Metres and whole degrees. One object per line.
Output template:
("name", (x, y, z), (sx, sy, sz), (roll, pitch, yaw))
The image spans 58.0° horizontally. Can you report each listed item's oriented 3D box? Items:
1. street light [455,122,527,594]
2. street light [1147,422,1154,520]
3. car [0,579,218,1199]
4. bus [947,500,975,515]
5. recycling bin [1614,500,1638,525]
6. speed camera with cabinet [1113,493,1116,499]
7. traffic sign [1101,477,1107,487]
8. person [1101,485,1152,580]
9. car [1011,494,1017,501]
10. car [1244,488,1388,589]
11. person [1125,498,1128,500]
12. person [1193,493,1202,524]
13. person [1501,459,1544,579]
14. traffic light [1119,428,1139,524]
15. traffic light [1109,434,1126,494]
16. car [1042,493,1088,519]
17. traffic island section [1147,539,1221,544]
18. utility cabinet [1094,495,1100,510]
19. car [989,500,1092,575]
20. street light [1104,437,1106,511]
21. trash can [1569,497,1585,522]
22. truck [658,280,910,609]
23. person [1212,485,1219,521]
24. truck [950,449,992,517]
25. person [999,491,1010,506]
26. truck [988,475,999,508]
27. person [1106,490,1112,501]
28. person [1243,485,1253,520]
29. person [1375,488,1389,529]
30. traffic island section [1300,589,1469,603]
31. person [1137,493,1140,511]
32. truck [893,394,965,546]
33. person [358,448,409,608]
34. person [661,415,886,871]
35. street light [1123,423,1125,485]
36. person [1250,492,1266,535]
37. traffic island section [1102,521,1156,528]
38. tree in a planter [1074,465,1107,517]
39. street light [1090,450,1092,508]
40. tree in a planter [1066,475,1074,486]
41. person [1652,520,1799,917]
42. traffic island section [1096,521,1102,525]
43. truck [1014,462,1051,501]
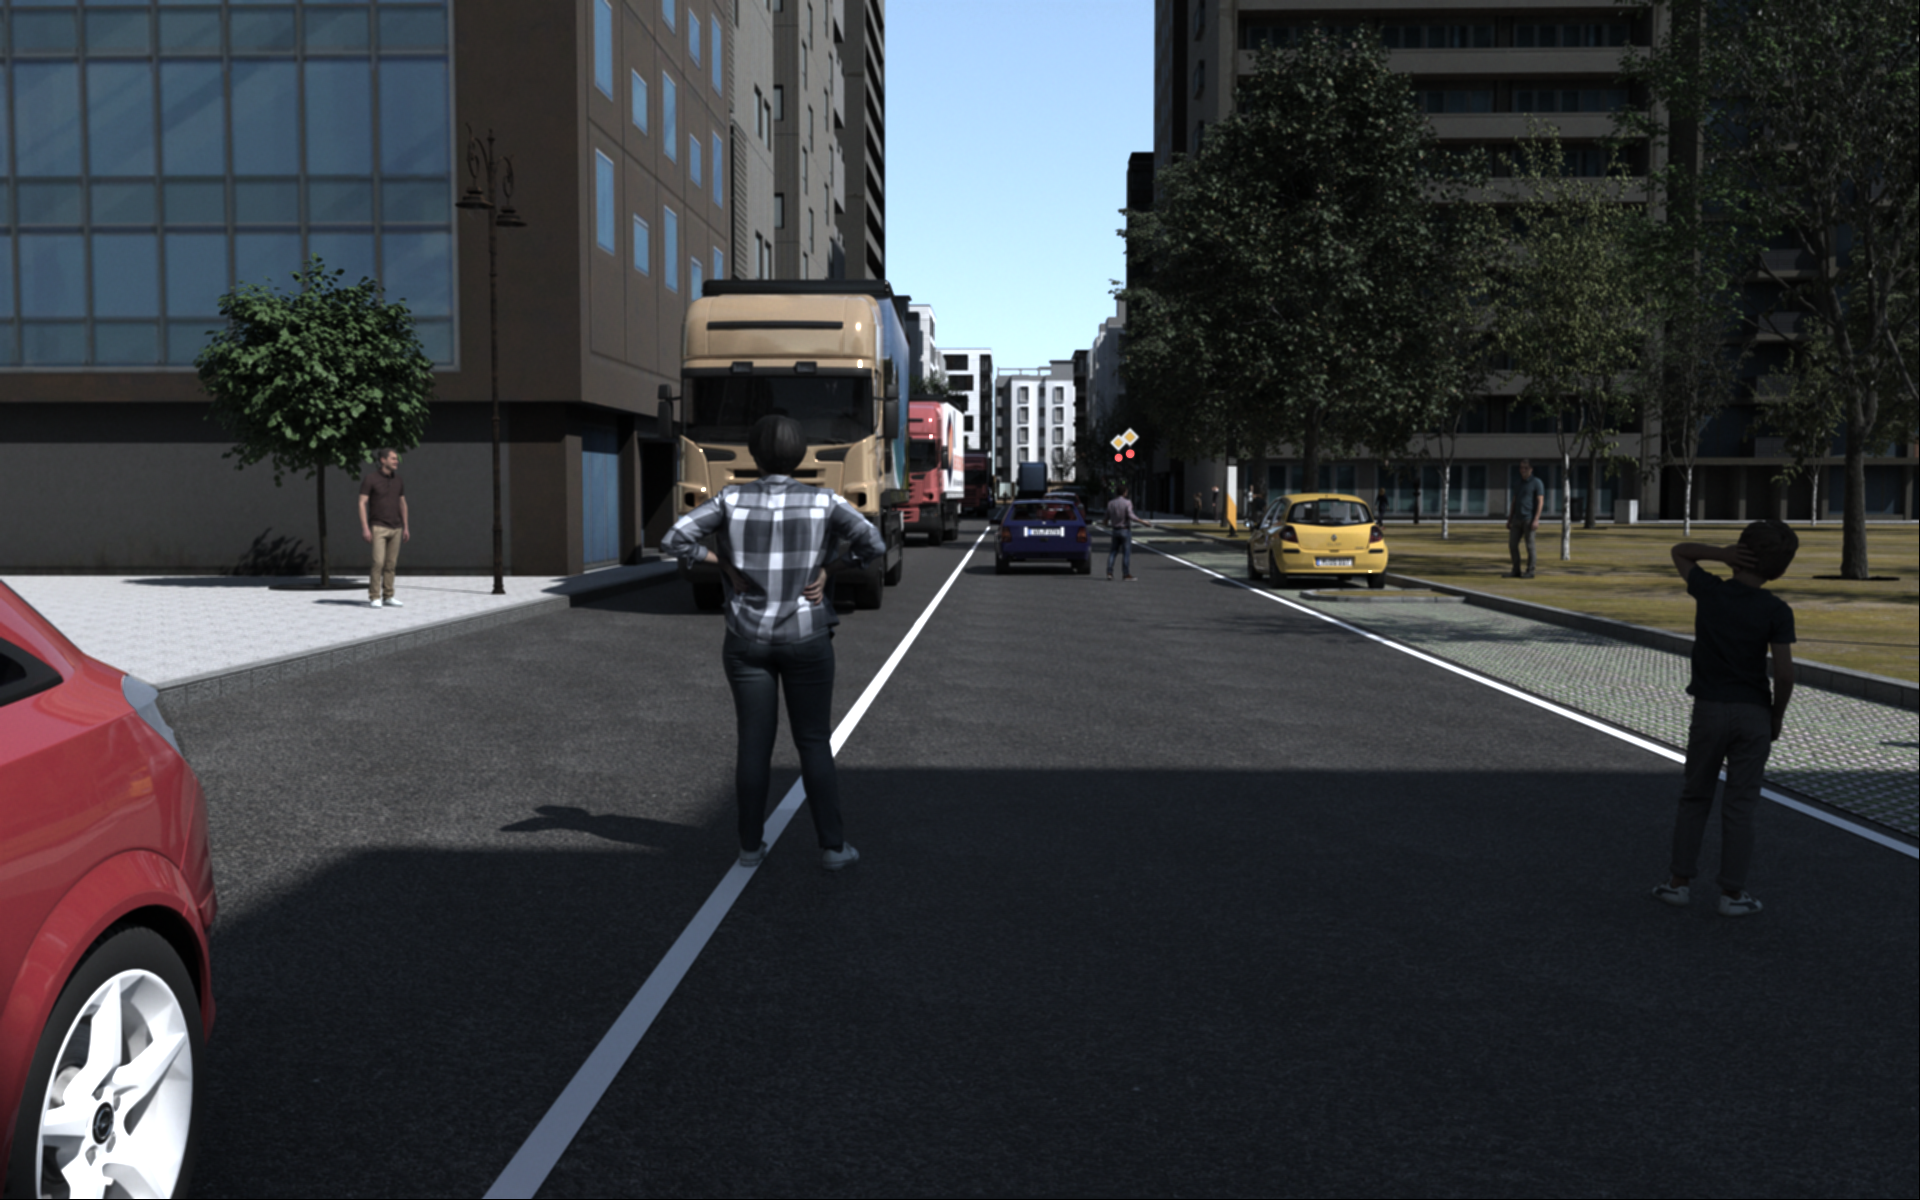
("street light", (-5.923, -3.013, 22.050), (0.468, 5.910, 1.993), (0, 4, 2))
("street light", (9.592, -6.959, 86.575), (0.468, 5.910, 1.993), (0, 4, 2))
("car", (-2.378, 0.457, 1.575), (2.155, 1.783, 4.494), (0, 4, 2))
("bus", (-0.176, -8.043, 123.044), (2.896, 3.916, 12.252), (0, 4, 2))
("recycling bin", (28.233, -3.723, 73.421), (0.722, 1.027, 0.722), (-3, 5, -44))
("speed camera with cabinet", (10.471, -7.341, 114.355), (0.660, 3.252, 2.038), (0, 4, -1))
("traffic sign", (10.804, -8.003, 130.854), (0.884, 2.594, 0.081), (1, 4, 11))
("person", (2.696, -1.122, 28.806), (0.963, 1.587, 0.435), (2, 4, 31))
("car", (5.733, -9.201, 160.220), (2.009, 1.686, 4.222), (0, 4, 2))
("car", (5.578, -1.051, 27.409), (2.015, 1.641, 3.980), (0, 4, 2))
("person", (11.000, -6.728, 118.010), (0.963, 1.587, 0.435), (0, 4, -4))
("person", (10.049, -3.886, 73.493), (0.435, 1.345, 0.340), (2, 4, 26))
("person", (8.572, -1.236, 26.380), (0.434, 1.807, 0.598), (-1, 4, -19))
("traffic light", (7.167, -5.164, 73.359), (0.839, 4.253, 0.868), (0, 4, 2))
("traffic light", (7.410, -5.653, 81.341), (0.839, 4.253, 0.868), (0, 4, 2))
("car", (3.855, -3.514, 66.494), (2.155, 1.783, 4.494), (0, 4, 1))
("traffic island section", (6.499, -1.696, 50.594), (1.991, 0.108, 1.994), (0, 4, 2))
("utility cabinet", (10.976, -7.951, 138.680), (0.318, 1.500, 1.173), (0, 4, -4))
("car", (1.514, -1.200, 32.193), (1.945, 1.354, 3.894), (0, 4, 1))
("street light", (11.133, -9.783, 132.734), (0.468, 5.910, 1.993), (0, 4, 2))
("trash can", (28.518, -4.191, 80.175), (0.748, 1.137, 0.748), (0, 3, 0))
("truck", (-2.127, -2.205, 24.958), (2.839, 4.237, 11.283), (0, 4, 0))
("person", (11.910, -4.547, 81.193), (0.445, 1.727, 0.742), (-2, 4, -24))
("truck", (0.548, -7.404, 109.965), (2.839, 4.237, 11.283), (0, 4, 0))
("person", (5.222, -11.774, 201.145), (1.348, 1.807, 0.705), (2, 4, 27))
("truck", (2.335, -11.051, 176.614), (3.469, 3.379, 9.791), (0, 4, 2))
("person", (14.026, -9.488, 161.150), (1.348, 1.826, 0.705), (2, 4, 30))
("person", (13.849, -4.623, 82.359), (0.841, 1.734, 0.376), (1, 4, 23))
("person", (15.195, -3.297, 62.490), (0.480, 1.512, 0.613), (2, 4, 27))
("traffic island section", (5.688, -0.045, 23.599), (1.991, 0.108, 1.994), (0, 4, 2))
("person", (13.499, -7.447, 131.706), (0.435, 1.345, 0.340), (0, 4, 7))
("truck", (-1.446, -3.790, 50.876), (2.839, 4.237, 11.283), (0, 4, 4))
("person", (-6.534, -0.828, 19.707), (0.598, 1.807, 0.434), (-3, 5, -42))
("person", (-0.693, 0.158, 6.645), (0.841, 1.734, 0.376), (0, 4, 3))
("street light", (10.359, -8.379, 109.781), (0.468, 5.910, 1.993), (0, 4, 2))
("person", (9.332, -2.706, 54.203), (0.435, 1.345, 0.340), (-1, 4, -11))
("traffic island section", (7.206, -3.131, 73.472), (2.009, 0.180, 2.903), (0, 4, 2))
("tree in a planter", (8.240, -6.718, 107.069), (1.991, 3.239, 1.994), (0, 4, 2))
("street light", (11.793, -11.208, 156.038), (0.468, 5.910, 1.993), (0, 4, 2))
("tree in a planter", (9.075, -8.409, 134.714), (1.991, 3.239, 1.994), (0, 4, 2))
("person", (2.628, 0.394, 5.963), (0.435, 1.345, 0.340), (2, 4, 24))
("traffic island section", (7.449, -3.619, 81.454), (2.009, 0.180, 2.903), (0, 4, 2))
("truck", (5.833, -9.215, 140.421), (2.967, 4.110, 18.799), (0, 4, 3))
